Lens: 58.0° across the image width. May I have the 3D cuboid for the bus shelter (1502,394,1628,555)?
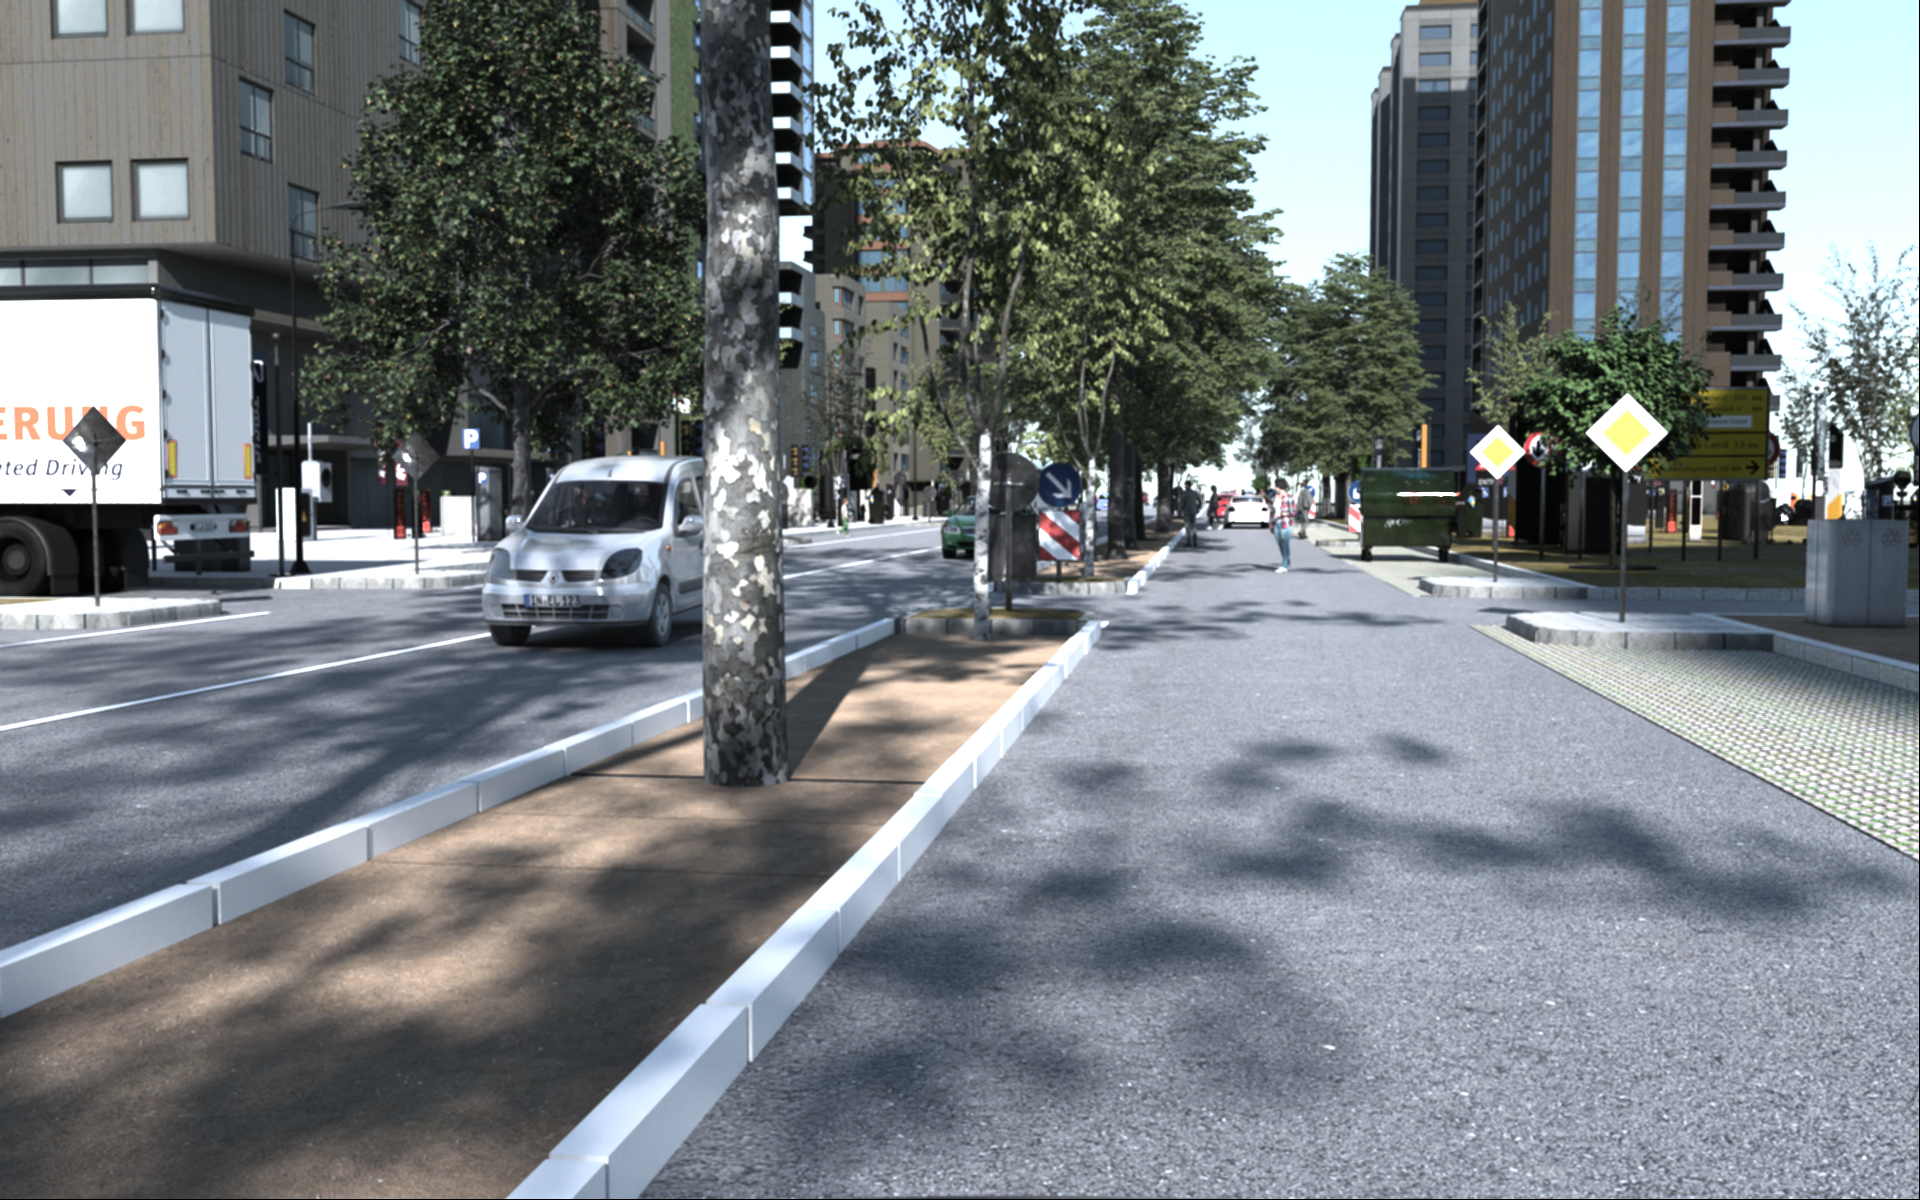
[{"bbox_3d":[13.683,-2.941,39.372,1.731,3.624,6.357,1,4,8],"label":"bus shelter"}]

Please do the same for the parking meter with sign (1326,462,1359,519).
[{"bbox_3d":[20.113,-5.791,90.940,1.738,3.016,0.543,0,4,7],"label":"parking meter with sign"}]

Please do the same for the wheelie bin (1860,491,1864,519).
[{"bbox_3d":[42.084,-4.414,80.082,0.980,1.594,0.693,-1,4,-21],"label":"wheelie bin"}]

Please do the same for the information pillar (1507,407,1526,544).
[{"bbox_3d":[14.250,-3.239,44.313,0.183,3.616,0.504,-2,4,-33],"label":"information pillar"}]

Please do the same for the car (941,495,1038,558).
[{"bbox_3d":[0.786,-1.726,40.026,2.131,1.459,4.920,1,4,10],"label":"car"}]

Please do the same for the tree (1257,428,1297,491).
[{"bbox_3d":[31.382,-13.450,170.266,4.360,8.622,3.978,0,3,0],"label":"tree"}]

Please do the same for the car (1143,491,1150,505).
[{"bbox_3d":[22.970,-12.931,220.090,2.281,1.827,5.304,1,4,10],"label":"car"}]

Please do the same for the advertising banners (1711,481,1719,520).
[{"bbox_3d":[38.049,-5.536,86.703,2.074,3.025,0.090,-3,5,-40],"label":"advertising banners"}]

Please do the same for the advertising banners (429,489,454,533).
[{"bbox_3d":[-17.628,-3.721,57.020,2.074,3.025,0.090,0,4,-7],"label":"advertising banners"}]

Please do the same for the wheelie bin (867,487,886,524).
[{"bbox_3d":[-3.547,-4.053,74.181,0.693,1.594,0.980,1,4,11],"label":"wheelie bin"}]

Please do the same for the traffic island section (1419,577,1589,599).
[{"bbox_3d":[7.814,-0.180,25.228,2.009,0.180,2.903,1,4,8],"label":"traffic island section"}]

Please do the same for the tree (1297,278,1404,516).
[{"bbox_3d":[21.609,-11.923,101.595,9.857,13.997,8.962,0,3,0],"label":"tree"}]

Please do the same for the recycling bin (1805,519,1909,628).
[{"bbox_3d":[8.778,-0.270,16.971,0.722,1.027,0.722,1,4,8],"label":"recycling bin"}]

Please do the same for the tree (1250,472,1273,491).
[{"bbox_3d":[42.879,-16.031,245.816,4.285,4.588,4.351,0,3,0],"label":"tree"}]

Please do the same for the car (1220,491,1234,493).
[{"bbox_3d":[29.033,-10.996,188.449,2.281,1.827,5.304,0,4,7],"label":"car"}]

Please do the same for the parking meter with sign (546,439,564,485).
[{"bbox_3d":[-11.815,-3.318,50.505,0.543,3.016,1.738,-1,4,-14],"label":"parking meter with sign"}]

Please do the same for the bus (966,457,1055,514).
[{"bbox_3d":[2.607,-5.331,82.025,2.948,3.499,13.247,1,4,9],"label":"bus"}]

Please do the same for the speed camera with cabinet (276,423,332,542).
[{"bbox_3d":[-17.923,-3.242,47.348,0.660,3.252,2.038,0,4,8],"label":"speed camera with cabinet"}]

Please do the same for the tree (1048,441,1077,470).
[{"bbox_3d":[10.558,-13.918,177.914,4.360,8.622,3.978,0,3,0],"label":"tree"}]

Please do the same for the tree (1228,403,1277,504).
[{"bbox_3d":[39.684,-19.203,224.335,12.009,13.543,11.850,0,3,0],"label":"tree"}]

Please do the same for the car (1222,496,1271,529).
[{"bbox_3d":[12.102,-3.717,73.140,2.083,1.381,4.827,0,4,8],"label":"car"}]

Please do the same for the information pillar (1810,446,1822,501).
[{"bbox_3d":[38.317,-5.268,77.479,0.504,3.616,0.183,1,4,20],"label":"information pillar"}]

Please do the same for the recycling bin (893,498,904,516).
[{"bbox_3d":[-3.495,-5.417,101.122,0.722,1.027,0.722,-1,4,-11],"label":"recycling bin"}]

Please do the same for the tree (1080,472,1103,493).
[{"bbox_3d":[16.151,-14.228,216.343,4.285,4.588,4.351,0,3,0],"label":"tree"}]

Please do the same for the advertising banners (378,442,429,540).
[{"bbox_3d":[-15.926,-3.245,49.237,0.090,3.025,2.074,1,4,22],"label":"advertising banners"}]

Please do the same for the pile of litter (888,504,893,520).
[{"bbox_3d":[-3.935,-4.379,85.567,1.176,0.858,1.719,2,4,32],"label":"pile of litter"}]

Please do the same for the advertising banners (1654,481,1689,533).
[{"bbox_3d":[23.403,-3.711,56.870,2.074,3.025,0.090,-2,4,-27],"label":"advertising banners"}]

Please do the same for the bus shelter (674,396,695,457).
[{"bbox_3d":[-8.891,-5.296,64.216,2.179,5.291,8.768,1,4,8],"label":"bus shelter"}]

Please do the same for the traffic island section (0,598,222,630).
[{"bbox_3d":[-9.869,0.153,19.778,2.009,0.180,2.903,1,4,8],"label":"traffic island section"}]

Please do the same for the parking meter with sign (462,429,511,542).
[{"bbox_3d":[-12.748,-3.102,46.984,0.543,3.016,1.738,1,4,18],"label":"parking meter with sign"}]

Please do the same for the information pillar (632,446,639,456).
[{"bbox_3d":[-15.881,-5.705,84.634,0.183,3.616,0.504,3,4,36],"label":"information pillar"}]

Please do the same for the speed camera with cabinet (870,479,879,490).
[{"bbox_3d":[-5.753,-6.617,102.528,2.038,3.252,0.660,2,4,35],"label":"speed camera with cabinet"}]

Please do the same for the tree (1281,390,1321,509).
[{"bbox_3d":[28.407,-12.857,144.627,7.601,10.594,8.767,1,4,19],"label":"tree"}]

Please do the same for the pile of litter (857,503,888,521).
[{"bbox_3d":[-4.394,-4.139,81.638,1.719,0.858,1.176,0,4,-2],"label":"pile of litter"}]

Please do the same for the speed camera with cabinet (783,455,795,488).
[{"bbox_3d":[-8.554,-5.647,86.658,0.660,3.252,2.038,-1,4,-8],"label":"speed camera with cabinet"}]

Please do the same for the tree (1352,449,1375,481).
[{"bbox_3d":[17.091,-4.822,73.435,1.663,3.219,1.824,0,3,0],"label":"tree"}]

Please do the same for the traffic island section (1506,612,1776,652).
[{"bbox_3d":[6.641,0.303,17.329,2.009,0.180,2.903,1,4,8],"label":"traffic island section"}]

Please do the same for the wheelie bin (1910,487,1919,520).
[{"bbox_3d":[44.930,-4.481,81.167,0.693,1.594,0.980,2,4,34],"label":"wheelie bin"}]

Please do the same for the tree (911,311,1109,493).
[{"bbox_3d":[1.570,-12.455,114.004,12.009,13.543,11.850,0,3,0],"label":"tree"}]

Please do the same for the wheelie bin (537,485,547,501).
[{"bbox_3d":[-13.835,-3.081,58.290,0.693,1.594,0.980,-2,4,-35],"label":"wheelie bin"}]

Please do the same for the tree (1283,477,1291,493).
[{"bbox_3d":[35.711,-11.998,190.773,1.663,3.219,1.824,0,3,0],"label":"tree"}]

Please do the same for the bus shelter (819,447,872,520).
[{"bbox_3d":[-5.723,-5.974,88.965,1.731,3.624,6.357,1,4,8],"label":"bus shelter"}]

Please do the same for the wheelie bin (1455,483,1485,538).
[{"bbox_3d":[14.899,-2.609,50.557,0.693,1.594,0.980,-1,4,-10],"label":"wheelie bin"}]

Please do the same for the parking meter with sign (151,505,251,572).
[{"bbox_3d":[-12.690,-1.990,28.792,1.738,3.016,0.543,1,4,10],"label":"parking meter with sign"}]

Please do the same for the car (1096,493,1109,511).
[{"bbox_3d":[12.763,-8.622,150.554,1.945,1.707,3.694,0,4,8],"label":"car"}]

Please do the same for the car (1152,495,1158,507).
[{"bbox_3d":[21.769,-10.688,187.329,1.945,1.354,3.894,0,4,7],"label":"car"}]

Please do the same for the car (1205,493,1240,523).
[{"bbox_3d":[13.431,-4.786,87.284,2.155,1.783,4.494,0,4,8],"label":"car"}]

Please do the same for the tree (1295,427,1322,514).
[{"bbox_3d":[23.248,-9.869,111.717,4.737,8.622,4.395,0,3,0],"label":"tree"}]

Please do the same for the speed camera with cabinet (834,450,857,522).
[{"bbox_3d":[-5.229,-5.187,79.147,0.660,3.252,2.038,1,4,12],"label":"speed camera with cabinet"}]

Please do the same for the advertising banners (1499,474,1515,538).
[{"bbox_3d":[16.087,-3.316,50.402,2.074,3.025,0.090,-3,5,-40],"label":"advertising banners"}]

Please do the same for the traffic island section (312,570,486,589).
[{"bbox_3d":[-8.696,-0.330,27.677,2.009,0.180,2.903,1,4,8],"label":"traffic island section"}]

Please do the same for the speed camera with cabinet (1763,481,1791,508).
[{"bbox_3d":[35.363,-4.980,75.761,2.038,3.252,0.660,-1,4,-22],"label":"speed camera with cabinet"}]

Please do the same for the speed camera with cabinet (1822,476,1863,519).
[{"bbox_3d":[45.991,-5.851,90.003,2.038,3.252,0.660,3,4,37],"label":"speed camera with cabinet"}]
